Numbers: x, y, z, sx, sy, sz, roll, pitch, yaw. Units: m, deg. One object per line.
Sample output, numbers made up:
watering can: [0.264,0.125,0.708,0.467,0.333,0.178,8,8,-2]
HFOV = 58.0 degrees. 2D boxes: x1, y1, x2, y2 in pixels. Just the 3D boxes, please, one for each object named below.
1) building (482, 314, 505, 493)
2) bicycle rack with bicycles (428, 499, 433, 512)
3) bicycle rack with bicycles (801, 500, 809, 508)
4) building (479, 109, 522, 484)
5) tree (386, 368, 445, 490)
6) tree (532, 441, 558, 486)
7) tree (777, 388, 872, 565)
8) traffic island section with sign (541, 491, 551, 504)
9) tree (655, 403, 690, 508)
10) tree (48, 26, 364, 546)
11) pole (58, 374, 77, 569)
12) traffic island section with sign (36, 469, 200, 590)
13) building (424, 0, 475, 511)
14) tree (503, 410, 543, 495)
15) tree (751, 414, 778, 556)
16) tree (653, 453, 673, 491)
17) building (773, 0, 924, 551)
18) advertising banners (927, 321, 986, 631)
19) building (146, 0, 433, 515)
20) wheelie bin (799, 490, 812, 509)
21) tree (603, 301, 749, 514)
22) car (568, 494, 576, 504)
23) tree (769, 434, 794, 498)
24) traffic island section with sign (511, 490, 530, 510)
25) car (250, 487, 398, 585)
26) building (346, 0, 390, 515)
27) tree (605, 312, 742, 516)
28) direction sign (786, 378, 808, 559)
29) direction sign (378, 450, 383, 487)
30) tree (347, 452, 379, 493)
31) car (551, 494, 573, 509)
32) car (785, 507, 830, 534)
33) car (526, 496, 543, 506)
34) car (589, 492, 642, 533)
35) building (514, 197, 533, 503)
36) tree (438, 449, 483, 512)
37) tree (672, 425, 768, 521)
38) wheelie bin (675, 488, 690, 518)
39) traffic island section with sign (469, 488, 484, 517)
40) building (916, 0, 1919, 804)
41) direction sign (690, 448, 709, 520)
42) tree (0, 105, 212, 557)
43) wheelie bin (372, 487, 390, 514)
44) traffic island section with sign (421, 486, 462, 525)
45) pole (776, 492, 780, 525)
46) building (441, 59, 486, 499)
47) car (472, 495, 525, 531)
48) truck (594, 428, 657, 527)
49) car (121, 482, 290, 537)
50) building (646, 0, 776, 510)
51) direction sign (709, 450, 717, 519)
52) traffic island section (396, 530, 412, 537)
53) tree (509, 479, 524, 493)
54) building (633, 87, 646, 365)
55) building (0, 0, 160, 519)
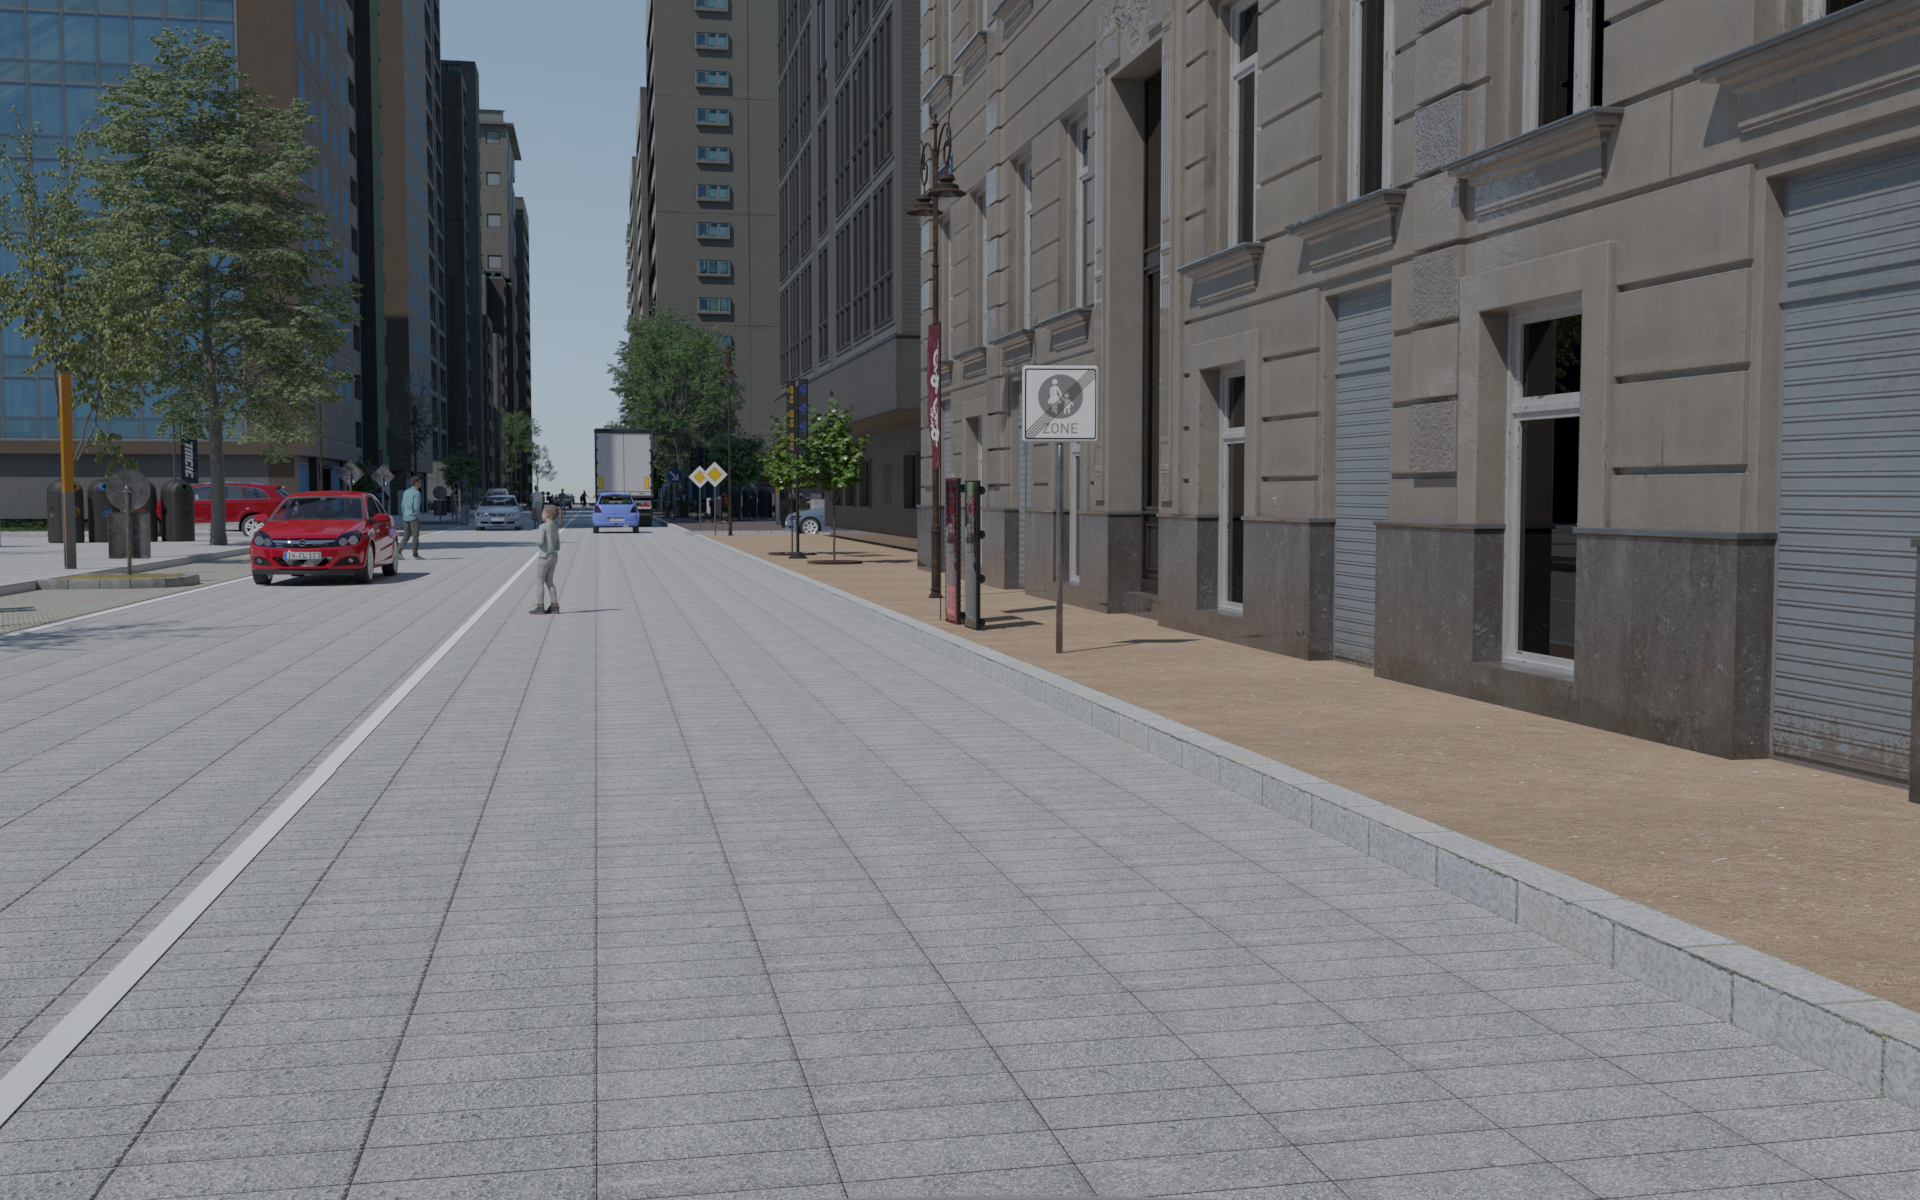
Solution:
building: [-61.895,-20.370,178.093,27.650,21.520,28.899,-1,4,-12]
bicycle rack with bicycles: [-37.247,-6.667,122.392,2.925,0.926,2.852,-3,5,-42]
bicycle rack with bicycles: [-9.353,-6.126,113.545,2.852,0.926,2.925,0,4,-3]
building: [-75.394,-39.737,238.946,28.713,52.752,27.495,-1,4,-12]
tree: [-32.102,-9.218,101.075,4.360,8.622,3.978,0,3,0]
tree: [-70.578,-21.640,288.223,7.601,10.594,8.767,-1,4,-15]
tree: [-2.448,-2.276,31.822,1.663,3.219,1.824,0,3,0]
traffic island section with sign: [-62.671,-15.613,263.901,1.989,1.847,2.006,-1,4,-12]
tree: [-23.323,-11.370,136.257,4.360,8.622,3.978,0,3,0]
tree: [-18.995,-7.648,43.180,7.486,12.596,7.792,0,3,0]
pole: [-15.225,-2.184,29.545,0.158,3.312,0.155,0,3,0]
traffic island section with sign: [-12.968,-1.114,26.849,1.989,1.847,2.006,-1,4,-12]
building: [-50.393,-42.867,139.125,20.563,71.187,20.611,-1,4,-12]
tree: [-53.932,-17.205,207.063,9.928,11.665,9.643,0,3,0]
tree: [-3.508,-2.553,36.337,1.663,3.219,1.824,0,3,0]
tree: [-20.881,-8.499,122.669,4.285,4.588,4.351,0,3,0]
building: [3.607,-15.216,42.294,14.314,27.812,24.014,-1,4,-12]
advertising banners: [-0.064,-1.278,17.087,0.090,3.025,2.074,-1,4,-14]
building: [-41.620,-28.115,109.793,14.600,45.320,14.200,-1,4,-12]
wheelie bin: [-10.979,-7.010,122.525,0.980,1.594,0.693,-3,5,-40]
tree: [-18.589,-12.640,113.325,9.857,13.997,8.962,0,3,0]
car: [-55.464,-14.388,245.463,2.015,1.641,3.980,-1,4,-12]
tree: [-12.183,-10.776,126.550,4.360,8.622,3.978,0,3,0]
traffic island section with sign: [-40.299,-9.087,157.197,1.989,1.847,2.006,-1,4,-12]
car: [-10.540,-1.213,28.878,2.155,1.783,4.494,-1,4,-10]
building: [-37.561,-19.376,88.503,14.160,30.474,14.107,-1,4,-12]
tree: [-16.116,-10.640,99.714,9.928,11.665,9.643,0,3,0]
direction sign: [-3.226,-2.591,34.357,0.379,3.537,0.876,-2,4,-32]
direction sign: [-29.816,-5.943,89.168,0.379,3.537,0.876,0,4,-5]
tree: [-26.936,-5.070,77.503,1.663,3.219,1.824,0,3,0]
car: [-38.773,-9.601,168.775,2.131,1.459,4.920,-1,4,-11]
car: [-3.751,-2.904,59.477,4.499,1.417,2.014,-1,4,-11]
car: [-48.790,-11.422,198.754,2.014,1.417,4.499,-1,4,-10]
car: [-12.802,-3.352,64.397,1.945,1.707,3.694,-1,4,-12]
building: [-76.927,-39.195,264.533,21.300,48.544,21.600,-1,4,-12]
tree: [-36.551,-8.751,126.796,4.285,4.588,4.351,0,3,0]
tree: [-10.559,-6.041,82.482,4.285,4.588,4.351,0,3,0]
wheelie bin: [-15.011,-5.249,93.727,0.693,1.594,0.980,-2,4,-34]
traffic island section with sign: [-30.030,-6.089,108.181,1.989,1.847,2.006,-1,4,-12]
building: [7.271,-13.502,18.029,12.463,27.353,25.104,-1,4,-12]
direction sign: [-12.981,-5.722,85.559,0.876,3.537,0.379,3,4,36]
tree: [-17.213,-5.100,33.747,4.737,8.622,4.395,0,3,0]
wheelie bin: [-26.667,-4.390,79.689,0.693,1.594,0.980,-3,4,-37]
traffic island section with sign: [-24.429,-4.459,81.526,1.989,1.847,2.006,-1,4,-12]
pole: [-7.593,-4.783,72.051,0.158,3.312,0.155,0,3,0]
building: [-51.148,-28.989,157.572,14.154,41.232,14.086,-1,4,-12]
car: [-18.394,-3.495,69.150,2.014,1.417,4.499,-1,4,-13]
truck: [-15.306,-5.532,79.362,2.839,4.237,11.283,-1,4,-10]
car: [-23.615,-2.811,54.628,5.304,1.827,2.281,-1,4,-10]
building: [-16.083,-32.253,151.037,21.300,48.544,21.600,-1,4,-12]
direction sign: [-12.894,-5.981,89.783,0.876,3.537,0.379,3,4,37]
traffic island section: [-19.776,-2.269,59.382,2.009,0.180,2.903,-1,4,-12]
tree: [-51.405,-12.558,199.921,1.663,3.219,1.824,0,3,0]
building: [-26.115,-35.238,199.845,21.300,48.544,21.600,-1,4,-12]
building: [-31.874,-25.476,66.646,14.600,45.320,14.200,-1,4,-12]
